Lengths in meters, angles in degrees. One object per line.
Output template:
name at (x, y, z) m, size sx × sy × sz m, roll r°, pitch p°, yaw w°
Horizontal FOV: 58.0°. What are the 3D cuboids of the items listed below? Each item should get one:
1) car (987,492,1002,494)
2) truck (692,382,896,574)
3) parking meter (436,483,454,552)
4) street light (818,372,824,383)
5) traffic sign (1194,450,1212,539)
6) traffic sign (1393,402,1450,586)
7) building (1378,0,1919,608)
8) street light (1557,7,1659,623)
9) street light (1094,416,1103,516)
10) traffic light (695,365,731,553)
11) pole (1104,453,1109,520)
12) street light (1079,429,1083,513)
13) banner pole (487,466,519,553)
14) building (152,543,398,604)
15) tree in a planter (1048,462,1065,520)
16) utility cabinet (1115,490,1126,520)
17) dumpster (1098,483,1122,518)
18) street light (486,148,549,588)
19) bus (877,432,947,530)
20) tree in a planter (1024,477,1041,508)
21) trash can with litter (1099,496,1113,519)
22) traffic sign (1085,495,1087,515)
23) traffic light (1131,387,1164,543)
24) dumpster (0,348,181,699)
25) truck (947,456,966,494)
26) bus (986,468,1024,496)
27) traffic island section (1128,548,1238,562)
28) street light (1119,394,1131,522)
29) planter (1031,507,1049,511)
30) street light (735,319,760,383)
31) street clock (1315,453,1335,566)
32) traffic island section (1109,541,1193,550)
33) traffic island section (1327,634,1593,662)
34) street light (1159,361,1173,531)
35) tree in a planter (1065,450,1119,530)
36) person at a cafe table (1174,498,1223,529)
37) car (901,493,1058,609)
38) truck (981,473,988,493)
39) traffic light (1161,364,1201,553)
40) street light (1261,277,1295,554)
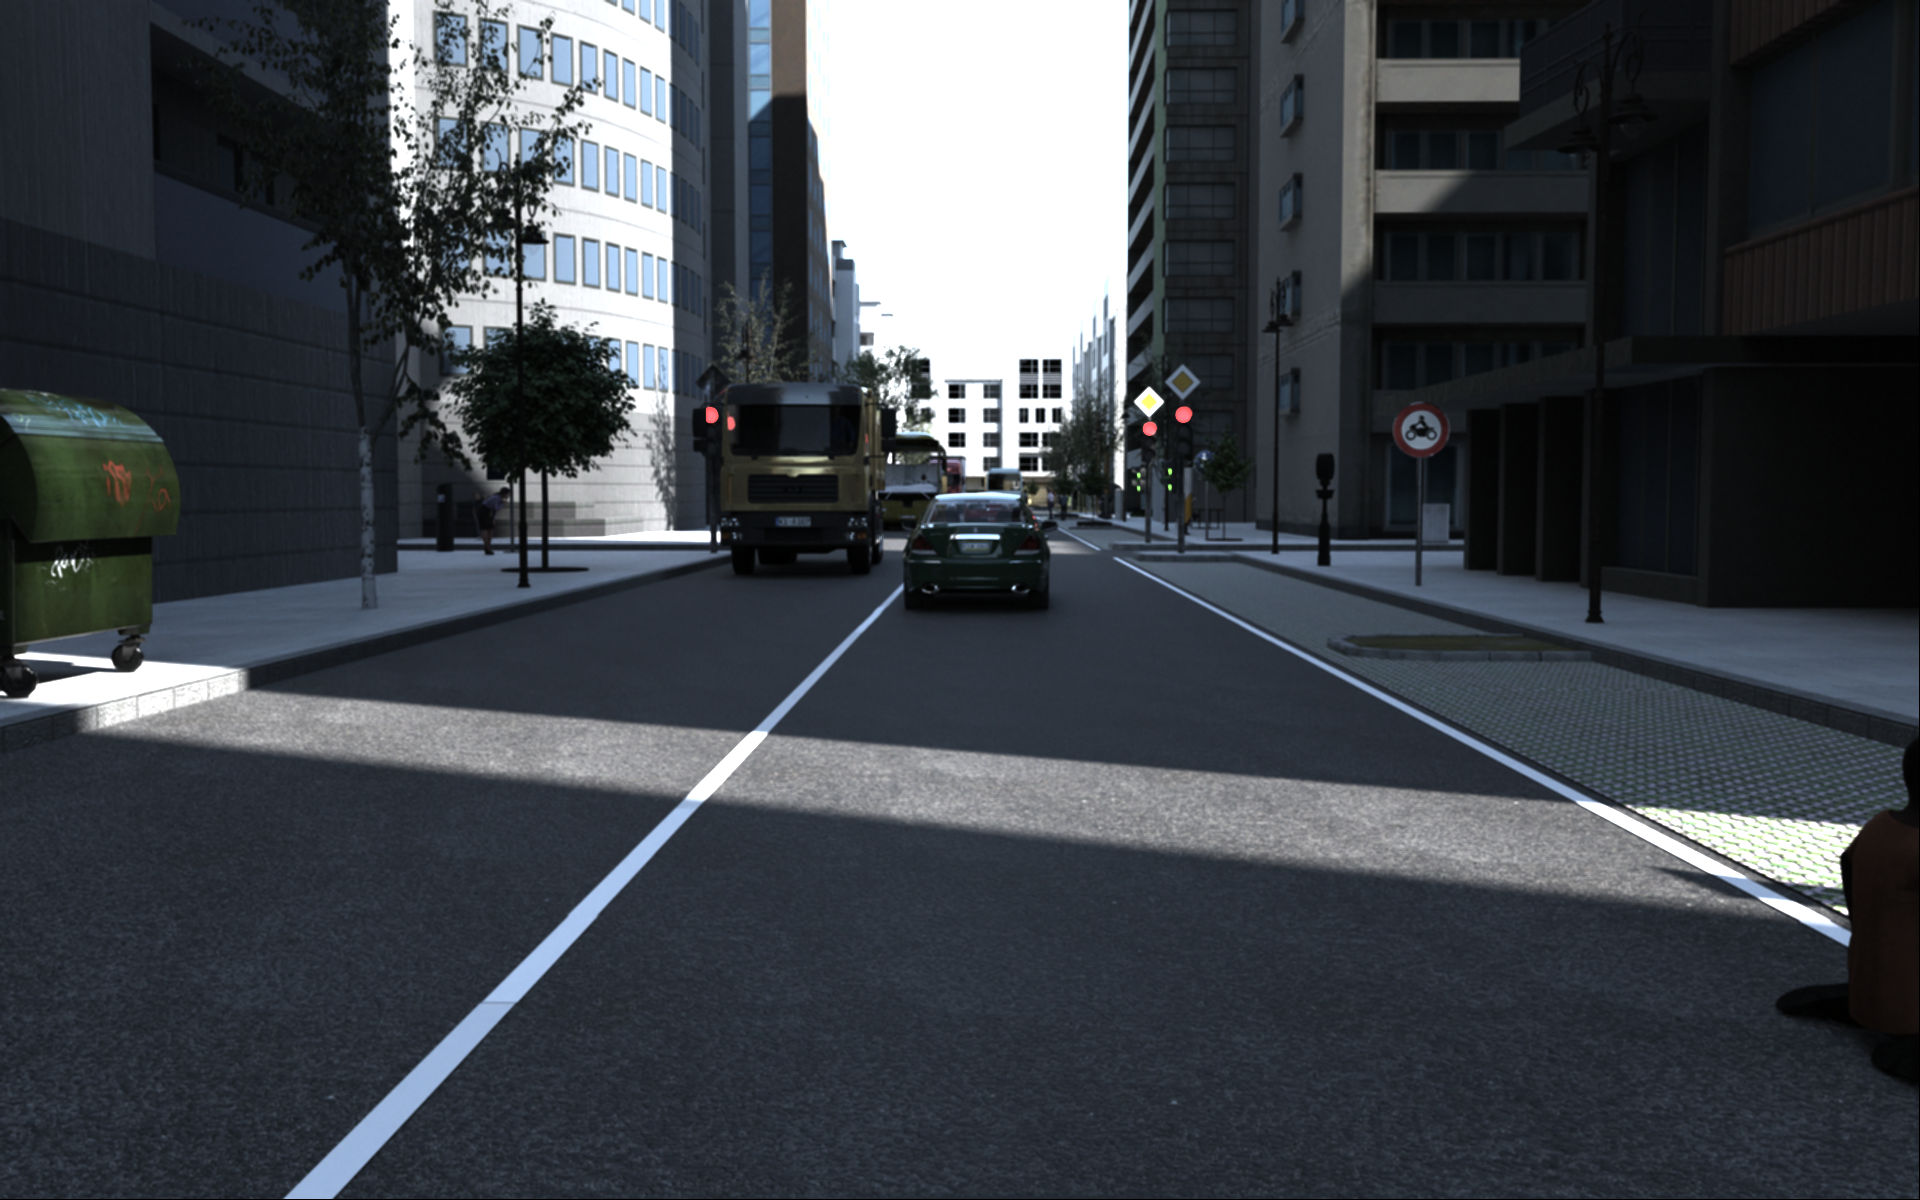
car at (1.093, -3.584, 67.637) m, size 2.155 × 1.783 × 4.494 m, roll 0°, pitch 4°, yaw 2°
truck at (-2.857, -2.277, 33.147) m, size 3.469 × 3.379 × 9.791 m, roll 0°, pitch 4°, yaw -1°
parking meter at (-11.514, -1.853, 38.703) m, size 0.372 × 1.533 × 0.369 m, roll 0°, pitch 3°, yaw 0°
street light at (-5.262, -5.691, 65.838) m, size 0.468 × 5.910 × 1.993 m, roll 0°, pitch 4°, yaw 1°
traffic sign at (7.090, -3.031, 49.657) m, size 0.768 × 2.556 × 0.104 m, roll 0°, pitch 4°, yaw 6°
traffic sign at (6.409, -1.470, 24.141) m, size 0.768 × 2.556 × 0.104 m, roll 0°, pitch 4°, yaw 7°
building at (17.981, -22.072, 15.497) m, size 22.147 × 44.769 × 28.867 m, roll 0°, pitch 4°, yaw 1°
street light at (6.342, -2.712, 17.132) m, size 0.468 × 5.910 × 1.993 m, roll 0°, pitch 4°, yaw 1°
street light at (7.979, -7.794, 100.211) m, size 0.468 × 5.910 × 1.993 m, roll 0°, pitch 4°, yaw 1°
traffic light at (-5.344, -2.977, 37.602) m, size 0.839 × 4.253 × 0.868 m, roll 0°, pitch 4°, yaw 1°
pole at (7.358, -5.698, 87.005) m, size 0.158 × 3.312 × 0.155 m, roll 0°, pitch 3°, yaw 0°
street light at (8.410, -9.014, 120.159) m, size 0.468 × 5.910 × 1.993 m, roll 0°, pitch 4°, yaw 1°
banner pole at (-10.035, -2.932, 37.955) m, size 0.863 × 3.779 × 0.401 m, roll 1°, pitch 4°, yaw 19°
building at (-23.322, -29.386, 22.458) m, size 28.212 × 58.520 × 21.231 m, roll 0°, pitch 4°, yaw 1°
tree in a planter at (5.926, -6.122, 97.315) m, size 1.991 × 3.239 × 1.994 m, roll 0°, pitch 4°, yaw 1°
utility cabinet at (8.009, -4.744, 86.238) m, size 0.318 × 1.500 × 1.173 m, roll -1°, pitch 4°, yaw -9°
dumpster at (8.035, -5.306, 92.515) m, size 1.264 × 1.857 × 1.865 m, roll 0°, pitch 4°, yaw 1°
street light at (-6.002, -3.111, 23.656) m, size 0.468 × 5.910 × 1.993 m, roll 0°, pitch 4°, yaw 1°
bus at (-1.924, -4.935, 72.241) m, size 2.896 × 3.916 × 12.252 m, roll 0°, pitch 4°, yaw 1°
tree in a planter at (7.359, -10.865, 174.862) m, size 1.991 × 3.239 × 1.994 m, roll 0°, pitch 4°, yaw 1°
trash can with litter at (7.522, -4.759, 89.191) m, size 0.624 × 1.170 × 1.055 m, roll 1°, pitch 4°, yaw 15°
traffic sign at (7.865, -6.610, 108.082) m, size 0.884 × 2.594 × 0.081 m, roll 0°, pitch 4°, yaw 5°
traffic light at (4.923, -3.455, 45.415) m, size 0.839 × 4.253 × 0.868 m, roll 0°, pitch 4°, yaw 1°
dumpster at (-6.395, -0.556, 11.586) m, size 1.502 × 2.255 × 1.985 m, roll 0°, pitch 4°, yaw 1°
truck at (-0.955, -8.576, 129.134) m, size 2.839 × 4.237 × 11.283 m, roll 0°, pitch 4°, yaw 2°
bus at (3.357, -8.224, 129.329) m, size 2.948 × 3.499 × 13.247 m, roll 0°, pitch 4°, yaw 2°
traffic island section at (4.815, -0.934, 37.545) m, size 2.009 × 0.180 × 2.903 m, roll 0°, pitch 4°, yaw 1°
street light at (7.642, -6.575, 80.291) m, size 0.468 × 5.910 × 1.993 m, roll 0°, pitch 4°, yaw 1°
planter at (6.842, -7.718, 147.325) m, size 1.991 × 0.319 × 1.994 m, roll 0°, pitch 4°, yaw 1°
street light at (-5.624, -4.474, 45.939) m, size 0.468 × 5.910 × 1.993 m, roll 0°, pitch 4°, yaw 1°
street clock at (6.517, -1.613, 30.947) m, size 0.358 × 2.002 × 0.471 m, roll 2°, pitch 4°, yaw 25°
traffic island section at (4.963, -1.422, 45.528) m, size 2.009 × 0.180 × 2.903 m, roll 0°, pitch 4°, yaw 1°
traffic island section at (4.402, 0.437, 15.718) m, size 1.991 × 0.108 × 1.994 m, roll 0°, pitch 4°, yaw 1°
street light at (7.223, -5.358, 60.393) m, size 0.468 × 5.910 × 1.993 m, roll 0°, pitch 4°, yaw 1°
tree in a planter at (5.422, -4.474, 70.367) m, size 1.991 × 3.239 × 1.994 m, roll 0°, pitch 4°, yaw 1°
person at a cafe table at (8.780, -3.409, 64.260) m, size 1.622 × 1.524 × 1.698 m, roll -1°, pitch 4°, yaw -9°
car at (0.249, -0.684, 22.979) m, size 2.131 × 1.459 × 4.920 m, roll 0°, pitch 4°, yaw 2°
truck at (3.646, -10.052, 160.279) m, size 3.469 × 3.379 × 9.791 m, roll 0°, pitch 4°, yaw 2°
traffic light at (4.775, -2.967, 37.431) m, size 0.839 × 4.253 × 0.868 m, roll 0°, pitch 4°, yaw 1°
street light at (6.772, -3.929, 37.031) m, size 0.468 × 5.910 × 1.993 m, roll 0°, pitch 4°, yaw 1°
